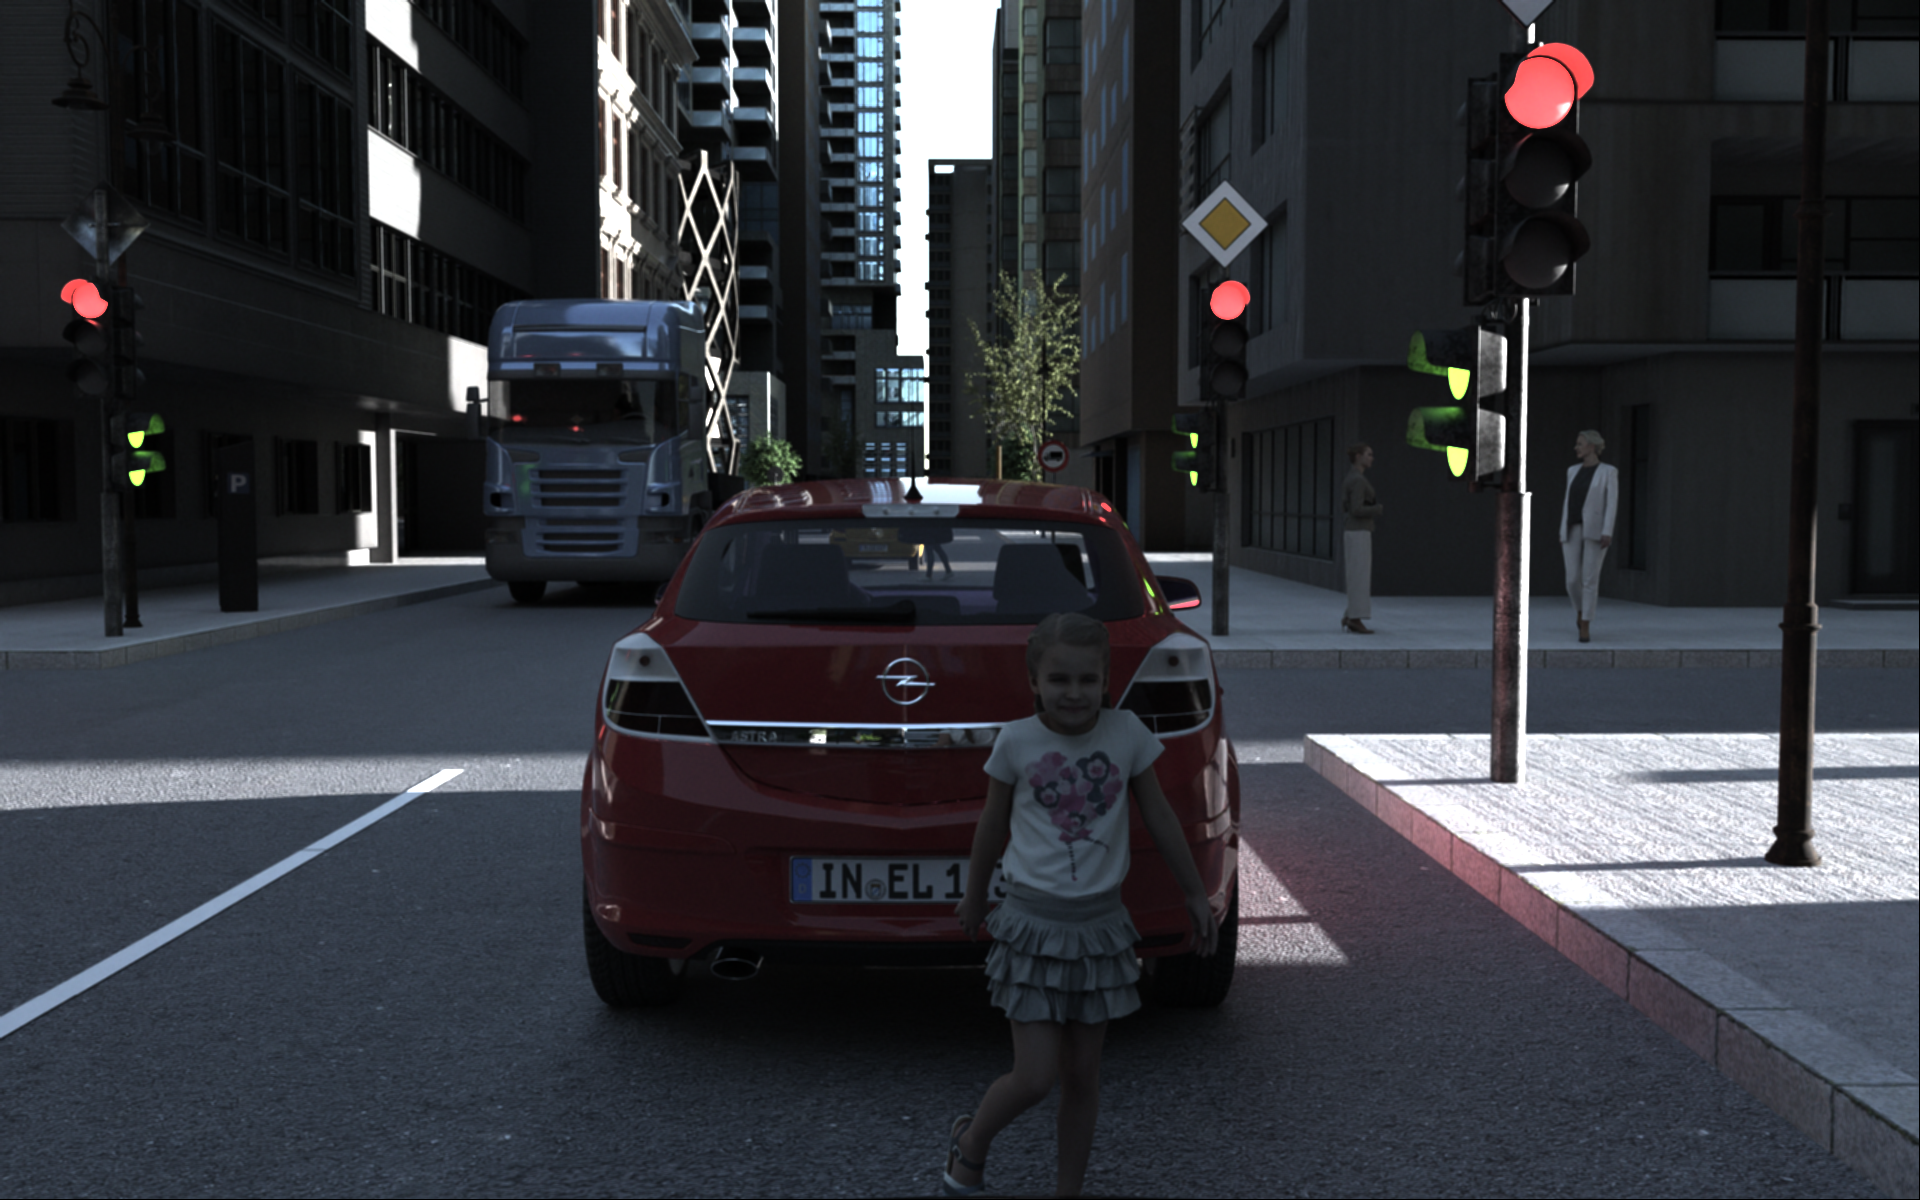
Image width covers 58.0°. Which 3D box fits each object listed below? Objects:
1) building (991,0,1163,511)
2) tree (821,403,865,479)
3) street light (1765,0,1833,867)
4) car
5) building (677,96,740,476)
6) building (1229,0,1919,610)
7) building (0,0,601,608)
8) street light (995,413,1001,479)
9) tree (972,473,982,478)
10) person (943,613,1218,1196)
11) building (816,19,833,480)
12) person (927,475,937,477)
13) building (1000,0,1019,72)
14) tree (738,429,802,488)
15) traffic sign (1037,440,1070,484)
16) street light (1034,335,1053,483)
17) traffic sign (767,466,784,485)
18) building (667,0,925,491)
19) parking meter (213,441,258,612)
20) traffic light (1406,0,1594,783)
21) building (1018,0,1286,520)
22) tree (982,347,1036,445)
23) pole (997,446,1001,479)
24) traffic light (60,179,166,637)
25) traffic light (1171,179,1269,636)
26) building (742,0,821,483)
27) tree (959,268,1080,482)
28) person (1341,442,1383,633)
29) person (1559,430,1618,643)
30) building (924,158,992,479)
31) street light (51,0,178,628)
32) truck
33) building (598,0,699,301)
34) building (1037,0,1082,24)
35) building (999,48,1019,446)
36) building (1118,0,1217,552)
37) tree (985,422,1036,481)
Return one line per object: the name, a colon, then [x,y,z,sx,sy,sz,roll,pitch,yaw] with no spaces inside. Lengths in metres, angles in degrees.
building: [10.001,-31.087,158.376,14.600,45.320,14.200,0,4,-1]
tree: [-9.515,-11.555,139.286,4.737,8.622,4.395,0,3,0]
street light: [2.907,-2.023,5.864,0.468,5.910,1.993,0,4,-1]
car: [-0.130,0.166,6.330,2.155,1.783,4.494,0,3,0]
building: [-18.322,-12.750,75.910,16.820,18.784,16.811,0,4,-1]
building: [10.910,-20.801,23.683,14.086,41.232,14.154,0,4,-1]
building: [-16.279,-12.966,31.061,14.314,24.678,30.058,0,4,-1]
street light: [1.913,-7.195,90.421,0.468,5.910,1.993,0,4,-1]
tree: [1.465,-10.189,161.190,1.663,3.219,1.824,0,3,0]
person: [0.230,0.622,3.339,0.505,1.210,0.382,-1,4,-10]
building: [-26.878,-32.658,153.574,30.456,49.044,23.786,0,4,-1]
person: [-0.405,-1.189,28.525,0.643,1.750,0.593,0,4,-2]
building: [13.672,-36.370,136.647,21.231,58.520,28.212,0,4,-1]
tree: [-9.588,-6.314,86.947,4.285,4.588,4.351,0,3,0]
traffic sign: [2.195,-2.483,40.710,0.768,2.556,0.104,0,4,8]
street light: [2.441,-4.758,50.575,0.468,5.910,1.993,0,4,-1]
traffic sign: [-8.413,-4.818,78.876,0.768,2.556,0.104,0,4,0]
building: [-19.335,-53.334,184.674,31.000,86.520,22.319,0,4,-1]
parking meter: [-7.903,-0.806,18.885,0.399,1.863,0.255,-2,4,-35]
traffic light: [2.432,-1.145,7.641,0.839,4.253,0.868,0,4,-1]
building: [10.367,-25.547,101.292,14.154,41.232,14.086,0,4,-1]
tree: [3.177,-8.129,83.273,4.360,8.622,3.978,0,3,0]
pole: [1.646,-4.855,73.220,0.158,3.312,0.155,0,3,0]
traffic light: [-7.614,-1.626,15.503,0.839,4.253,0.868,0,4,-1]
traffic light: [2.347,-1.633,15.626,0.839,4.253,0.868,0,4,-1]
building: [-17.759,-29.231,128.034,14.600,45.320,14.200,0,4,-1]
tree: [2.221,-6.433,55.544,4.737,8.622,4.395,0,3,0]
person: [3.706,-0.571,15.931,0.362,1.759,0.519,0,4,4]
person: [5.539,-0.571,15.263,0.514,1.842,0.818,2,4,29]
building: [8.111,-30.521,190.905,23.993,40.220,32.217,0,4,-1]
street light: [-7.982,-2.675,16.526,0.468,5.910,1.993,0,4,-1]
truck: [-4.788,-2.461,29.994,2.967,4.110,18.799,0,4,-1]
building: [-15.762,-13.488,56.688,11.583,22.565,21.152,0,4,-1]
building: [9.854,-18.028,66.457,14.160,30.474,14.107,0,4,-1]
building: [9.590,-21.075,116.278,14.160,30.474,14.107,0,4,-1]
building: [10.585,-24.085,43.898,14.600,45.320,14.200,0,4,-1]
tree: [2.895,-5.717,77.180,4.285,4.588,4.351,0,3,0]
